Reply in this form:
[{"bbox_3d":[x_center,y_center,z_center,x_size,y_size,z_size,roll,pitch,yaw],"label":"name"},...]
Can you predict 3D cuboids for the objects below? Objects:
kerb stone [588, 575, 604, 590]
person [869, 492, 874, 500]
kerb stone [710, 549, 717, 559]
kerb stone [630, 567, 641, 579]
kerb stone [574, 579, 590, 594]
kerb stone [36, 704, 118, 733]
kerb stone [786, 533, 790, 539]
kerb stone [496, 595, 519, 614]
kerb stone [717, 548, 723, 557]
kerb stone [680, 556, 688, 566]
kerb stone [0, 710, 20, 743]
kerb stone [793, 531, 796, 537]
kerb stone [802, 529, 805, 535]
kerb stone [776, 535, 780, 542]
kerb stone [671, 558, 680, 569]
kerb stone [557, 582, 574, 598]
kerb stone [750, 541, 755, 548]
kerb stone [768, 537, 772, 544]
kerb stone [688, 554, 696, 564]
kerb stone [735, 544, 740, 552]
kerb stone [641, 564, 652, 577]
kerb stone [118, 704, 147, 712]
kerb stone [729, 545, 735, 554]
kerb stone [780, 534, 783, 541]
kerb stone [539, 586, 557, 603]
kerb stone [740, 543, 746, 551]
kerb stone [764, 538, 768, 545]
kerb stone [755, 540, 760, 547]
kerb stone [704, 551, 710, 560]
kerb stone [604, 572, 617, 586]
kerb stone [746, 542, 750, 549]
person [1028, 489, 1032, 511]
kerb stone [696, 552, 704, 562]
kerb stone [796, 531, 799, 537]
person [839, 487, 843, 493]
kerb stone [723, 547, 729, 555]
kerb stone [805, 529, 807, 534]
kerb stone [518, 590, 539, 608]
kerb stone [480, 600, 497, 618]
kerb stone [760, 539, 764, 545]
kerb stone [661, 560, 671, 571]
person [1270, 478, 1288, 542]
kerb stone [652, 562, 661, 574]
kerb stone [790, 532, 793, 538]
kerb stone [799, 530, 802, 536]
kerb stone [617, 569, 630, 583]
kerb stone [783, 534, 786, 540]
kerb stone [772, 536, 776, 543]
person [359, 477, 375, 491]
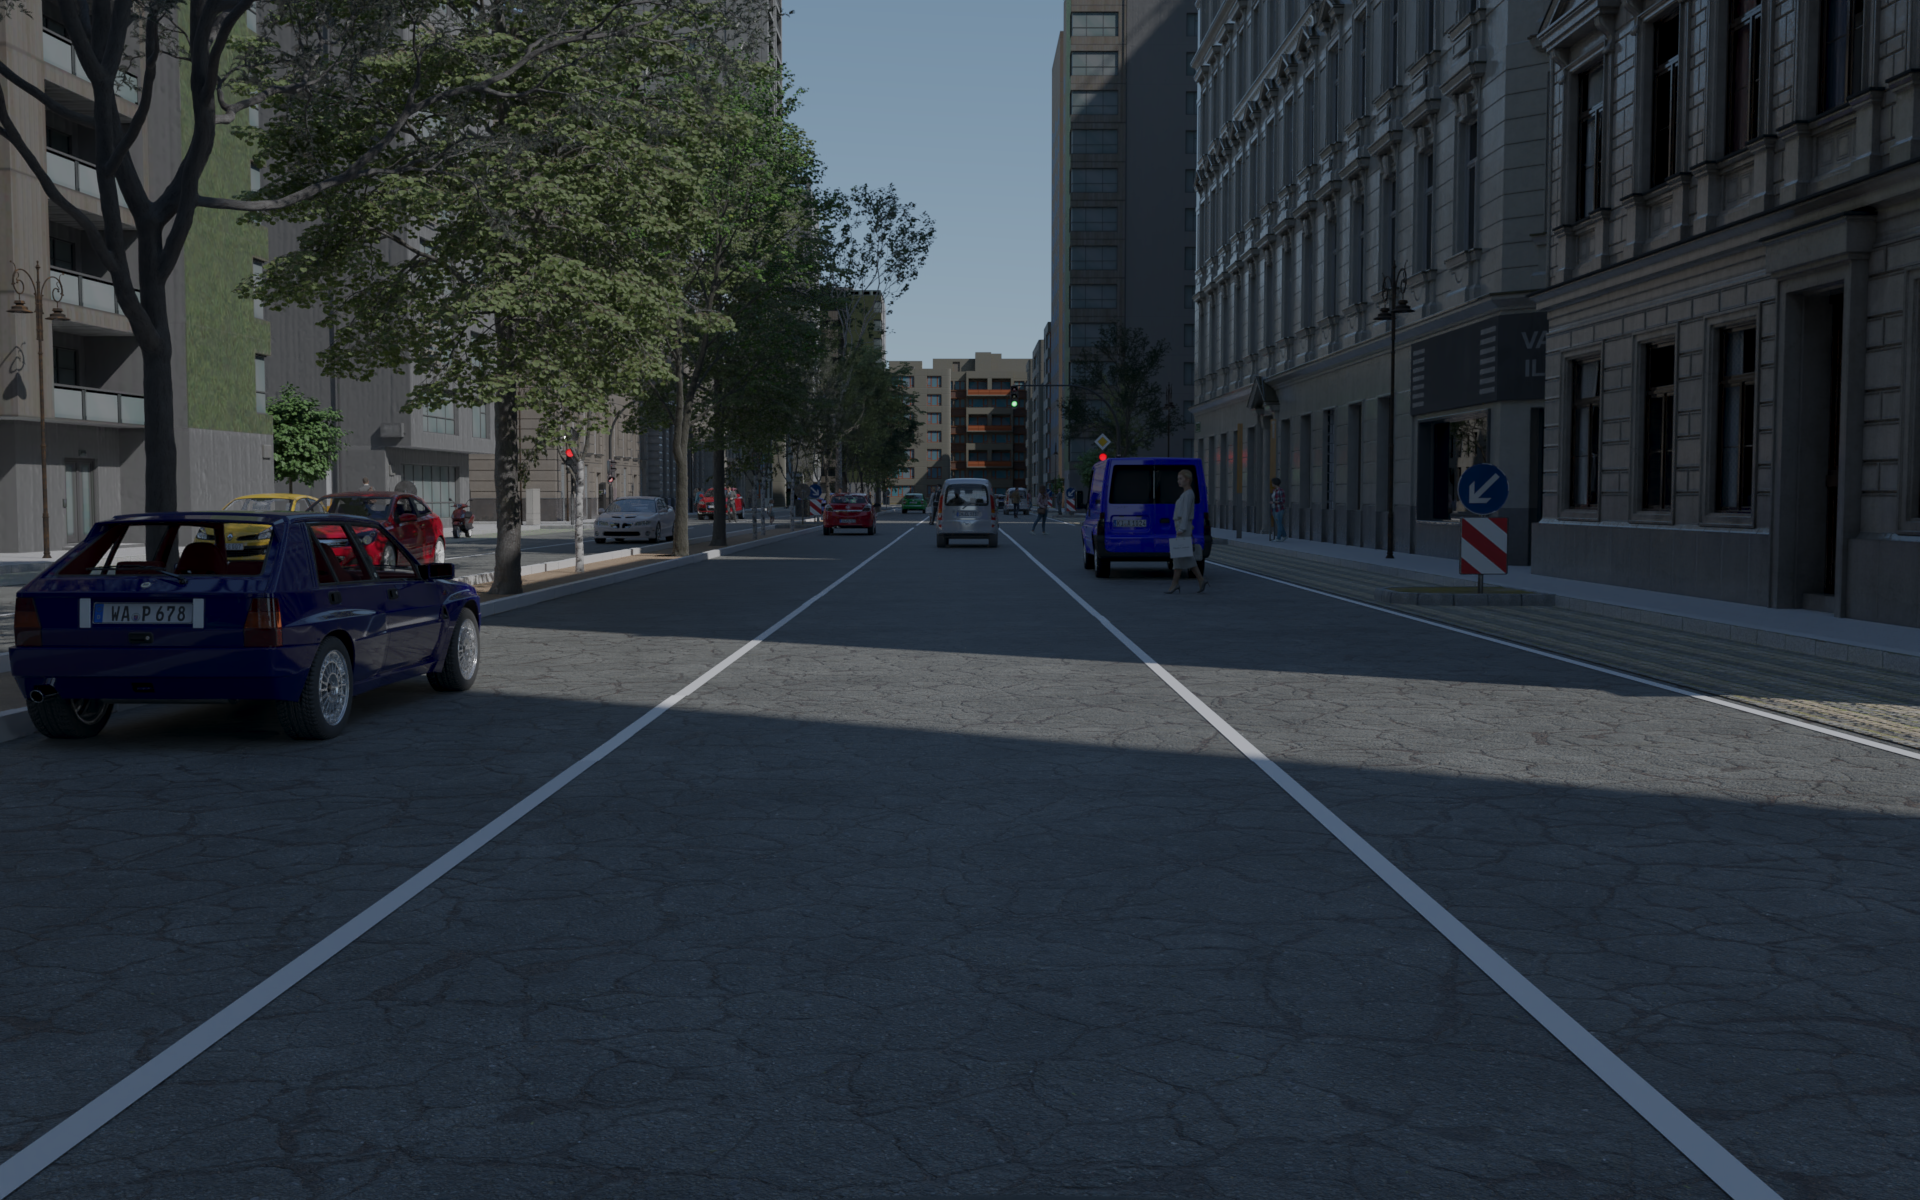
[{"bbox_3d":[-5.594,-0.244,26.219,0.120,0.150,1.000,0,3,0],"label":"kerb stone"},{"bbox_3d":[-11.214,-12.696,216.895,0.721,1.723,1.217,3,4,36],"label":"person"},{"bbox_3d":[-5.593,-0.999,38.537,0.120,0.150,1.000,0,3,0],"label":"kerb stone"},{"bbox_3d":[-5.595,-0.434,29.296,0.120,0.150,1.000,0,3,0],"label":"kerb stone"},{"bbox_3d":[-5.591,-0.183,25.192,0.120,0.150,1.000,0,3,0],"label":"kerb stone"},{"bbox_3d":[-5.603,0.699,10.864,0.120,0.150,1.000,0,3,0],"label":"kerb stone"},{"bbox_3d":[-5.593,-2.003,54.945,0.120,0.150,1.000,0,3,0],"label":"kerb stone"},{"bbox_3d":[-5.591,0.067,21.104,0.120,0.150,1.000,0,3,0],"label":"kerb stone"},{"bbox_3d":[-5.594,-1.062,39.559,0.120,0.150,1.000,0,3,0],"label":"kerb stone"},{"bbox_3d":[-5.595,-0.748,34.427,0.120,0.150,1.000,0,3,0],"label":"kerb stone"},{"bbox_3d":[-5.592,0.756,9.841,0.120,0.150,1.000,0,3,0],"label":"kerb stone"},{"bbox_3d":[-5.582,-2.124,56.999,0.120,0.150,1.000,0,3,0],"label":"kerb stone"},{"bbox_3d":[-5.582,-2.312,60.080,0.120,0.150,1.000,0,3,0],"label":"kerb stone"},{"bbox_3d":[-5.585,-1.814,51.860,0.120,0.150,1.000,0,3,0],"label":"kerb stone"},{"bbox_3d":[-5.600,-0.686,33.405,0.120,0.150,1.000,0,3,0],"label":"kerb stone"},{"bbox_3d":[-5.597,-0.121,24.170,0.120,0.150,1.000,0,3,0],"label":"kerb stone"},{"bbox_3d":[-5.588,-1.438,45.711,0.120,0.150,1.000,0,3,0],"label":"kerb stone"},{"bbox_3d":[-5.585,-1.689,49.803,0.120,0.150,1.000,0,3,0],"label":"kerb stone"},{"bbox_3d":[-5.600,-0.811,35.454,0.120,0.150,1.000,0,3,0],"label":"kerb stone"},{"bbox_3d":[-5.594,-1.250,42.630,0.120,0.150,1.000,0,3,0],"label":"kerb stone"},{"bbox_3d":[-5.594,-0.498,30.331,0.120,0.150,1.000,0,3,0],"label":"kerb stone"},{"bbox_3d":[-5.596,0.631,11.885,0.120,0.150,1.000,0,3,0],"label":"kerb stone"},{"bbox_3d":[-5.590,-1.186,41.608,0.120,0.150,1.000,0,3,0],"label":"kerb stone"},{"bbox_3d":[-5.589,-1.877,52.884,0.120,0.150,1.000,0,3,0],"label":"kerb stone"},{"bbox_3d":[-5.599,-0.056,23.148,0.120,0.150,1.000,0,3,0],"label":"kerb stone"},{"bbox_3d":[-5.593,-1.312,43.655,0.120,0.150,1.000,0,3,0],"label":"kerb stone"},{"bbox_3d":[-5.592,-1.626,48.781,0.120,0.150,1.000,0,3,0],"label":"kerb stone"},{"bbox_3d":[-5.594,-1.497,46.736,0.120,0.150,1.000,0,3,0],"label":"kerb stone"},{"bbox_3d":[-5.596,-0.933,37.515,0.120,0.150,1.000,0,3,0],"label":"kerb stone"},{"bbox_3d":[-5.595,-0.307,27.246,0.120,0.150,1.000,0,3,0],"label":"kerb stone"},{"bbox_3d":[-5.591,-1.375,44.677,0.120,0.150,1.000,0,3,0],"label":"kerb stone"},{"bbox_3d":[5.844,-8.339,144.845,0.388,1.821,0.555,-1,4,-12],"label":"person"},{"bbox_3d":[-5.588,-0.874,36.483,0.120,0.150,1.000,0,3,0],"label":"kerb stone"},{"bbox_3d":[-5.577,-2.191,58.021,0.120,0.150,1.000,0,3,0],"label":"kerb stone"},{"bbox_3d":[-6.550,-5.239,94.356,0.606,1.804,0.583,2,4,35],"label":"person"},{"bbox_3d":[-5.589,-1.124,40.581,0.120,0.150,1.000,0,3,0],"label":"kerb stone"},{"bbox_3d":[-5.594,-2.379,61.101,0.120,0.150,1.000,0,3,0],"label":"kerb stone"},{"bbox_3d":[-5.588,0.004,22.126,0.120,0.150,1.000,0,3,0],"label":"kerb stone"},{"bbox_3d":[-5.595,0.133,20.082,0.120,0.150,1.000,0,3,0],"label":"kerb stone"},{"bbox_3d":[-5.595,-1.563,47.758,0.120,0.150,1.000,0,3,0],"label":"kerb stone"},{"bbox_3d":[-5.594,-0.623,32.375,0.120,0.150,1.000,0,3,0],"label":"kerb stone"},{"bbox_3d":[8.542,-2.413,46.334,0.643,1.720,0.563,-1,4,-11],"label":"person"},{"bbox_3d":[-5.600,-0.560,31.353,0.120,0.150,1.000,0,3,0],"label":"kerb stone"},{"bbox_3d":[-5.592,-2.064,55.970,0.120,0.150,1.000,0,3,0],"label":"kerb stone"},{"bbox_3d":[-5.590,-2.254,59.050,0.120,0.150,1.000,0,3,0],"label":"kerb stone"},{"bbox_3d":[-5.591,-0.371,28.271,0.120,0.150,1.000,0,3,0],"label":"kerb stone"},{"bbox_3d":[-5.593,-1.940,53.918,0.120,0.150,1.000,0,3,0],"label":"kerb stone"},{"bbox_3d":[-5.592,-1.747,50.831,0.120,0.150,1.000,0,3,0],"label":"kerb stone"},{"bbox_3d":[-19.558,-3.131,57.201,0.622,1.834,0.822,-2,4,-29],"label":"person"}]
